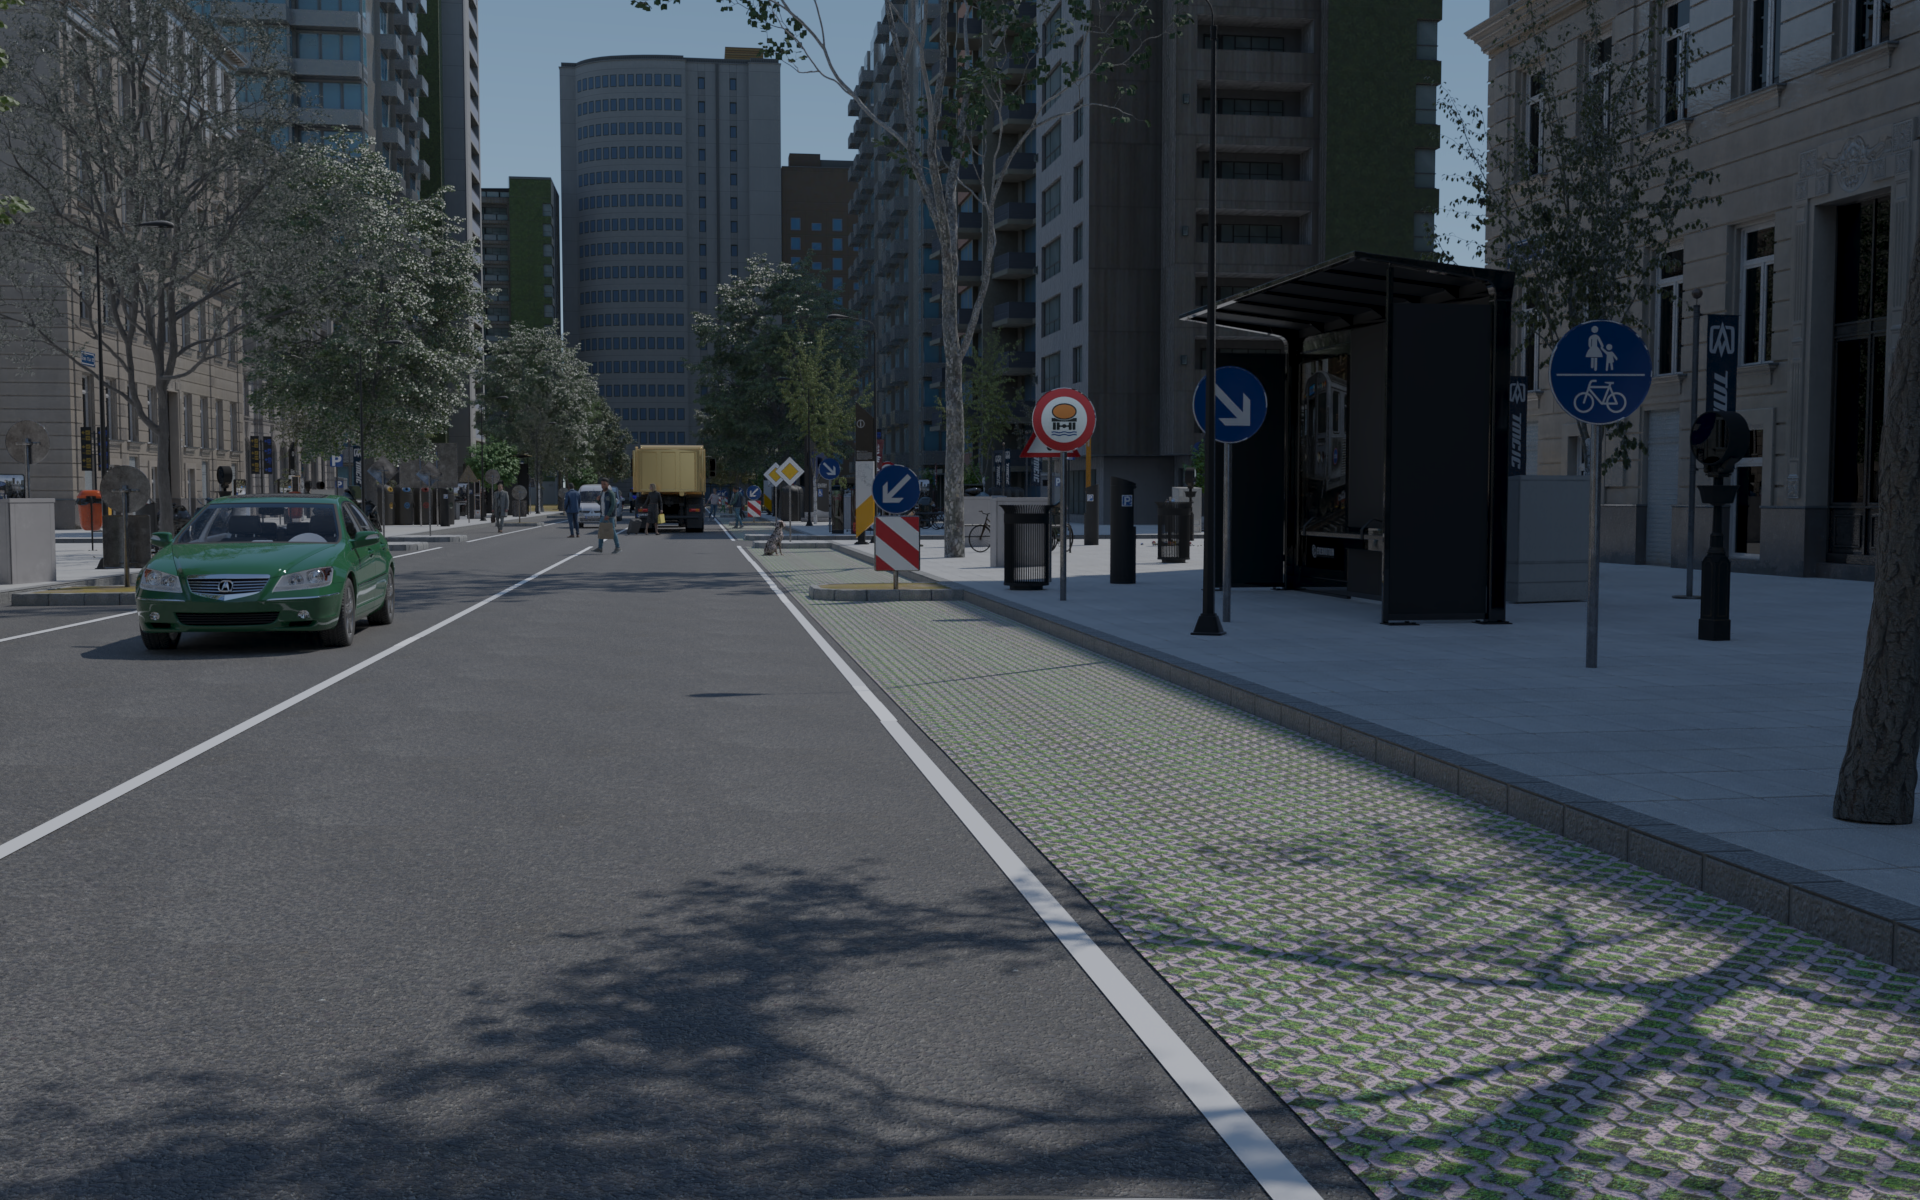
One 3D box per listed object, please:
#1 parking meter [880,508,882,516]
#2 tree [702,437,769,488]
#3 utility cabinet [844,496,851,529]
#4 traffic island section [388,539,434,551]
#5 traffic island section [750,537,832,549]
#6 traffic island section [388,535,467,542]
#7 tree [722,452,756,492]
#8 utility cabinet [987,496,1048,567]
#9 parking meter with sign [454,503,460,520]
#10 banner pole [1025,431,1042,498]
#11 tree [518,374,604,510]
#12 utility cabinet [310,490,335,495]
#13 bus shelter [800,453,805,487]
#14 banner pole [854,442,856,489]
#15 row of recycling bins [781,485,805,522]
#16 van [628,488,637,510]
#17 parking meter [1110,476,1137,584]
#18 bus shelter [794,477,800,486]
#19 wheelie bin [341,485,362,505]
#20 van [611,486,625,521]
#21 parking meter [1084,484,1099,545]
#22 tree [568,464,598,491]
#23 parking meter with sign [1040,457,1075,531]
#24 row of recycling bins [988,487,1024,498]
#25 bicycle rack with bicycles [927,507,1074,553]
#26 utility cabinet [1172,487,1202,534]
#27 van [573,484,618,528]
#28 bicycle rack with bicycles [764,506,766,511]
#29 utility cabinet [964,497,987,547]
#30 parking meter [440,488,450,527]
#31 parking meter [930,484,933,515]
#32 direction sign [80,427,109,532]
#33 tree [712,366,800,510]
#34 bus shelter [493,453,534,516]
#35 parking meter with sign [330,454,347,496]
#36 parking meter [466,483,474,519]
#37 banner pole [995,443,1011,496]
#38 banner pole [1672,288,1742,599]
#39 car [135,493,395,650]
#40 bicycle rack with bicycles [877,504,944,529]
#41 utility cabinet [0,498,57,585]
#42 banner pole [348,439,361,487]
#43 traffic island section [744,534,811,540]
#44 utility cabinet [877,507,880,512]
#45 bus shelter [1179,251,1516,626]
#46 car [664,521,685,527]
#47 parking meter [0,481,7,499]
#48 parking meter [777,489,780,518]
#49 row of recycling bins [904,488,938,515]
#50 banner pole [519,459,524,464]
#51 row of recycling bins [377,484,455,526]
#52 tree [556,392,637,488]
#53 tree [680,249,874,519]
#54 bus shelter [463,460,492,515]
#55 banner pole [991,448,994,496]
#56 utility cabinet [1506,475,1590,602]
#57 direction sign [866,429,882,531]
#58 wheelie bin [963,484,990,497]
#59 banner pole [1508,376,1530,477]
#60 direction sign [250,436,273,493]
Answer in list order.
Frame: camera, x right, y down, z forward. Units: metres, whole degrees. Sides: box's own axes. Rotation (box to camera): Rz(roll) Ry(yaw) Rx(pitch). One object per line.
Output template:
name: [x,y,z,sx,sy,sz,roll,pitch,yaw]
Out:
parking meter: [-3.876,-4.873,88.090,0.372,1.533,0.369,0,3,0]
tree: [-26.254,-17.505,203.211,9.611,12.733,9.660,0,3,0]
utility cabinet: [-3.866,-3.172,63.019,1.020,1.237,0.306,1,4,20]
traffic island section: [-14.955,-1.384,44.912,2.009,0.180,2.903,-1,4,-9]
traffic island section: [-4.535,-1.482,46.504,2.009,0.180,2.903,-1,4,-9]
traffic island section: [-16.169,-1.867,52.804,2.009,0.180,2.903,-1,4,-9]
tree: [-22.422,-13.850,176.812,4.360,8.622,3.978,0,3,0]
utility cabinet: [1.044,-1.190,30.616,1.020,1.237,0.306,-2,4,-24]
parking meter with sign: [-25.700,-5.491,86.045,1.738,3.016,0.543,1,4,17]
banner pole: [2.901,-4.846,69.256,0.863,3.779,0.401,0,4,1]
tree: [-32.966,-13.283,142.937,9.928,11.665,9.643,0,3,0]
utility cabinet: [-31.507,-4.711,85.709,1.173,1.500,0.318,-2,4,-28]
bus shelter: [-8.656,-6.733,101.366,1.731,3.624,6.357,-1,4,-9]
banner pole: [-4.996,-5.717,83.488,0.401,3.779,0.863,-1,4,-16]
row of recycling bins: [-7.824,-4.605,82.407,1.069,1.692,3.534,0,4,4]
van: [-28.251,-9.129,153.638,2.240,2.365,5.245,-1,4,-9]
parking meter: [2.337,-1.003,24.808,0.372,1.533,0.369,0,3,0]
bus shelter: [-11.715,-7.819,121.764,2.014,3.302,5.546,-1,4,-9]
wheelie bin: [-22.226,-3.397,63.452,0.693,1.594,0.980,1,4,18]
van: [-18.969,-5.245,92.767,2.013,2.044,4.112,-1,4,-10]
parking meter: [3.297,-2.142,43.441,0.372,1.533,0.369,0,3,0]
tree: [-36.964,-11.386,169.881,4.285,4.588,4.351,0,3,0]
parking meter with sign: [3.224,-3.973,61.224,1.738,3.016,0.543,3,5,45]
row of recycling bins: [2.661,-5.567,98.128,1.069,1.692,3.534,2,4,29]
bicycle rack with bicycles: [1.363,-1.489,37.729,2.925,0.926,2.852,-3,5,-39]
utility cabinet: [7.298,-2.874,55.663,0.318,1.500,1.173,3,5,45]
van: [-15.589,-4.094,73.946,2.013,2.044,4.112,-1,4,-8]
bicycle rack with bicycles: [-13.020,-7.012,128.027,2.925,0.926,2.852,-1,4,-12]
utility cabinet: [0.253,-1.888,42.033,1.020,1.237,0.306,-1,4,-9]
parking meter: [-20.316,-3.663,68.305,0.372,1.533,0.369,0,3,0]
parking meter: [-1.650,-5.546,96.383,0.255,1.863,0.399,0,4,-7]
direction sign: [-29.162,-4.064,58.436,0.876,3.537,0.379,0,4,-6]
tree: [-15.882,-13.030,138.787,9.928,11.665,9.643,0,3,0]
bus shelter: [-26.364,-6.814,102.691,1.731,3.624,6.357,-1,4,-9]
parking meter with sign: [-27.417,-4.925,76.778,0.543,3.016,1.738,0,4,-7]
parking meter: [-25.114,-5.080,88.766,0.399,1.863,0.255,-1,4,-18]
banner pole: [2.236,-5.764,84.259,0.401,3.779,0.863,-2,4,-31]
banner pole: [9.183,-1.909,21.237,0.863,3.779,0.401,-1,4,-17]
car: [-6.907,-0.354,17.585,2.131,1.459,4.920,-1,4,-11]
bicycle rack with bicycles: [-1.173,-3.025,62.846,2.925,0.926,2.852,1,4,16]
utility cabinet: [-13.512,-0.847,25.008,0.306,1.237,1.020,0,4,7]
banner pole: [-27.598,-5.444,79.028,0.863,3.779,0.401,-1,4,-20]
traffic island section: [-5.750,-1.964,54.396,2.009,0.180,2.903,-1,4,-9]
utility cabinet: [-5.739,-6.901,121.505,1.173,1.500,0.318,-2,4,-33]
bus shelter: [4.195,-1.754,19.964,1.731,3.624,6.357,-1,4,-9]
car: [-12.970,-3.885,75.877,2.083,1.381,4.827,-1,4,-11]
parking meter: [-18.023,-1.466,32.380,0.372,1.533,0.369,0,3,0]
parking meter: [-9.818,-5.250,94.246,0.372,1.533,0.369,0,3,0]
row of recycling bins: [-2.925,-6.062,106.231,3.534,1.692,1.069,-2,4,-33]
banner pole: [-28.857,-7.576,113.879,0.401,3.779,0.863,1,4,14]
row of recycling bins: [-22.596,-3.936,71.464,1.069,1.692,3.534,3,5,45]
tree: [-41.059,-17.013,195.171,9.611,12.733,9.660,0,3,0]
tree: [-9.220,-11.175,89.364,9.857,13.997,8.962,0,3,0]
bus shelter: [-29.764,-7.148,108.153,1.731,3.624,6.357,-1,4,-9]
banner pole: [1.938,-6.308,93.152,0.863,3.779,0.401,-2,4,-34]
utility cabinet: [6.970,-0.725,20.535,1.173,1.500,0.318,-2,4,-25]
direction sign: [-3.158,-4.171,60.195,0.876,3.537,0.379,0,4,-8]
wheelie bin: [0.447,-2.872,54.866,0.980,1.594,0.693,0,4,4]
banner pole: [10.239,-2.584,32.271,0.863,3.779,0.401,-1,4,-23]
direction sign: [-27.240,-4.623,67.588,0.379,3.537,0.876,3,5,39]
